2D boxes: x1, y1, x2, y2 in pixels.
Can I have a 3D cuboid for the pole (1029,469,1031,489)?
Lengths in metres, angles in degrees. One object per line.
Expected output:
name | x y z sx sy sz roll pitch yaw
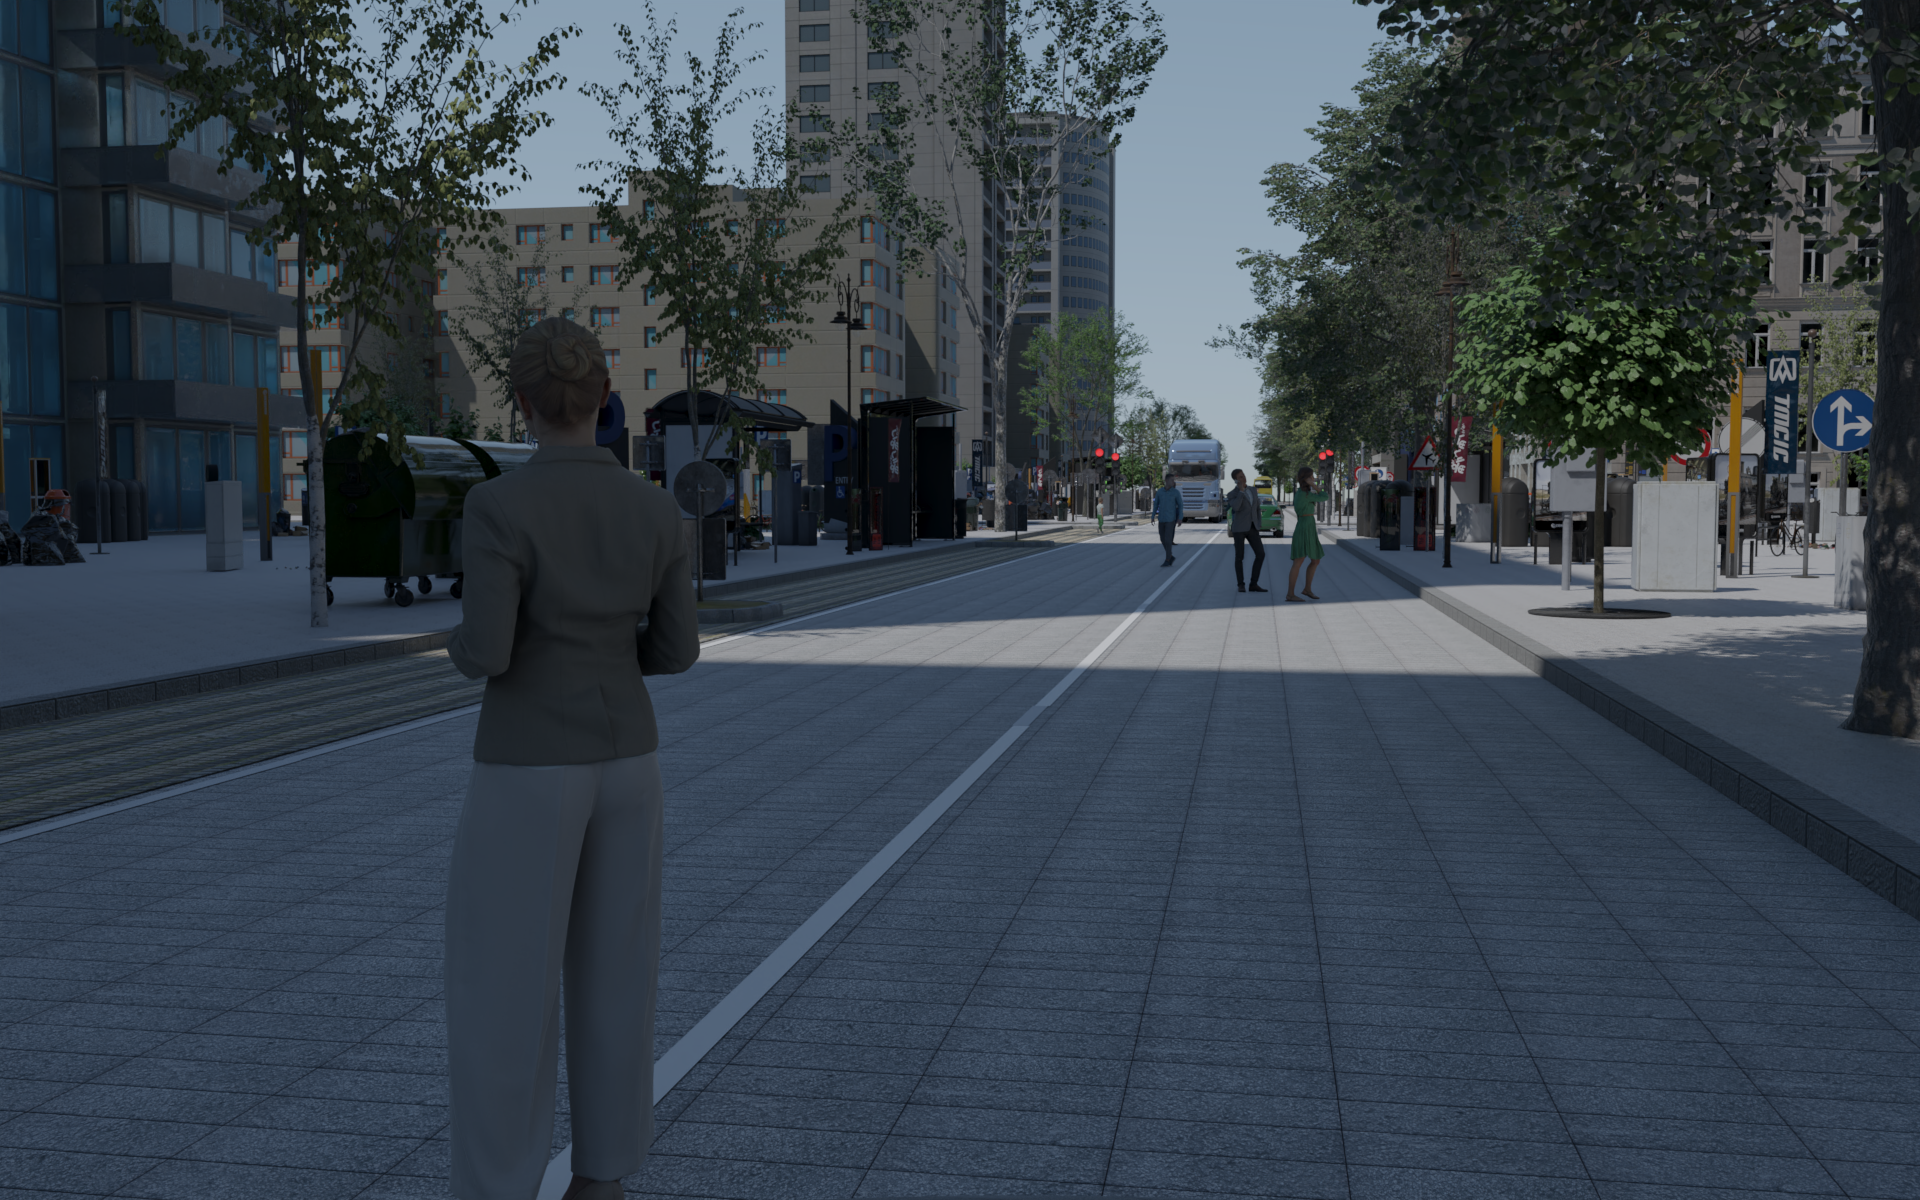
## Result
pole | 5.600 -8.848 138.515 0.158 3.312 0.155 0 3 0

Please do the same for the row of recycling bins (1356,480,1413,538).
row of recycling bins | 12.512 -2.691 51.106 1.069 1.692 3.534 0 4 -3

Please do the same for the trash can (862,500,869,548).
trash can | -2.197 -1.802 41.116 0.748 1.137 0.748 0 3 0

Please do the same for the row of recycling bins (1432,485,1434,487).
row of recycling bins | 17.586 -3.660 66.961 3.534 1.692 1.069 0 4 1

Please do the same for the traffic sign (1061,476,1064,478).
traffic sign | 6.794 -7.196 117.764 0.768 2.556 0.104 1 4 11

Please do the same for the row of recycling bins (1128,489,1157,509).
row of recycling bins | 15.306 -8.454 145.338 1.069 1.692 3.534 3 5 43

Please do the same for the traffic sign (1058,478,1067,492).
traffic sign | 6.405 -6.545 109.145 0.606 2.300 0.079 1 4 12

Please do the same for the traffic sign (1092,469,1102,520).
traffic sign | 6.779 -5.327 87.200 0.768 2.556 0.104 1 4 12

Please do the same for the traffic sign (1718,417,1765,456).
traffic sign | 13.023 -1.760 28.885 0.768 2.556 0.104 1 4 16

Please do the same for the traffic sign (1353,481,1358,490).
traffic sign | 33.350 -8.958 146.561 0.768 2.556 0.104 1 4 18

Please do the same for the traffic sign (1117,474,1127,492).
traffic sign | 10.212 -6.714 109.877 0.768 2.556 0.104 1 4 18

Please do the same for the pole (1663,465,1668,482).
pole | 32.019 -5.189 78.684 0.158 3.312 0.155 0 3 0

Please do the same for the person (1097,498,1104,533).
person | 5.133 -3.103 63.476 0.306 1.304 0.590 2 4 31

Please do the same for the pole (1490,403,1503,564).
pole | 9.876 -2.324 31.838 0.158 3.312 0.155 0 3 0

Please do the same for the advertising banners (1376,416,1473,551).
advertising banners | 10.445 -2.618 38.986 2.074 3.025 0.090 1 4 15

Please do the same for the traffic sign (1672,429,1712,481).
traffic sign | 13.197 -1.915 31.424 0.768 2.556 0.104 1 4 11

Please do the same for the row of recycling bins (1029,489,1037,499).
row of recycling bins | 5.911 -7.866 135.716 3.534 1.692 1.069 -2 4 -27

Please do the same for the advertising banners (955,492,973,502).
advertising banners | -0.123 -6.934 109.552 2.074 3.025 0.090 2 4 30

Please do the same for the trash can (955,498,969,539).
trash can | -0.113 -2.327 49.692 0.748 1.137 0.748 0 3 0

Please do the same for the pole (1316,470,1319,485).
pole | 24.104 -7.512 116.670 0.158 3.312 0.155 0 3 0

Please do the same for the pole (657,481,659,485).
pole | -16.889 -6.282 96.558 0.158 3.312 0.155 0 3 0

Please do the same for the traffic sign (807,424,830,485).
traffic sign | -3.327 -3.433 50.000 2.265 3.308 0.079 1 4 13

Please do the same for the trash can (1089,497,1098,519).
trash can | 6.934 -4.791 89.994 0.748 1.137 0.748 0 3 0

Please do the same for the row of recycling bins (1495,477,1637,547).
row of recycling bins | 14.753 -2.139 42.090 3.534 1.692 1.069 0 4 1

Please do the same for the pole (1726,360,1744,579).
pole | 11.753 -1.983 26.270 0.158 3.312 0.155 0 3 0

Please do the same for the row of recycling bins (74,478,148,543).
row of recycling bins | -22.792 -2.418 46.653 1.069 1.692 3.534 0 4 -6

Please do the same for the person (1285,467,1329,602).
person | 4.593 -0.881 23.147 0.529 1.795 0.600 -1 4 -11

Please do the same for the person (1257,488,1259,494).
person | 19.762 -6.553 115.598 0.622 1.834 0.822 -3 4 -39

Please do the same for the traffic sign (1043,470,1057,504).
traffic sign | 4.684 -5.542 90.713 0.768 2.556 0.104 1 4 15

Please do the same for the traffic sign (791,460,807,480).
traffic sign | -4.769 -3.015 51.424 0.606 2.300 0.079 1 4 15

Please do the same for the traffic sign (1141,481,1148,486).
traffic sign | 15.630 -8.997 147.202 0.768 2.556 0.104 1 4 19

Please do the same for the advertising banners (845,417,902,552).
advertising banners | -1.930 -2.630 39.188 0.090 3.025 2.074 2 4 35

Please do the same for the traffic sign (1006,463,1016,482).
traffic sign | 1.887 -4.314 70.638 0.768 2.556 0.104 1 4 14

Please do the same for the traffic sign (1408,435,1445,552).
traffic sign | 10.372 -2.348 38.399 0.884 2.594 0.081 1 4 12

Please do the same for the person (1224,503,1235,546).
person | 7.771 -2.411 48.263 0.623 1.781 0.721 -2 4 -27

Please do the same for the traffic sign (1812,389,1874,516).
traffic sign | 10.748 -1.283 21.078 0.768 2.556 0.104 1 4 14

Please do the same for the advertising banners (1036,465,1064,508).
advertising banners | 5.478 -6.694 105.640 2.074 3.025 0.090 3 5 40

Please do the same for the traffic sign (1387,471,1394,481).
traffic sign | 23.981 -5.932 97.086 0.768 2.556 0.104 1 4 18

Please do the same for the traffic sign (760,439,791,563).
traffic sign | -3.435 -1.843 32.258 0.606 2.300 0.079 1 4 14

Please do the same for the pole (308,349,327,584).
pole | -9.119 -1.880 24.577 0.158 3.312 0.155 0 3 0

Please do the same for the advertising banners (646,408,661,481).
advertising banners | -6.791 -2.364 34.840 2.074 3.025 0.090 -2 4 -31

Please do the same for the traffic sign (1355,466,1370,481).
traffic sign | 17.877 -4.702 76.986 0.768 2.556 0.104 1 4 19

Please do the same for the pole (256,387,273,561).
pole | -13.337 -2.408 33.206 0.158 3.312 0.155 0 3 0

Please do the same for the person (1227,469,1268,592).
person | 4.202 -1.018 25.322 0.592 1.802 0.473 -1 4 -8

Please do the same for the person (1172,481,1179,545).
person | 5.900 -2.435 48.489 0.721 1.800 0.419 -2 4 -35

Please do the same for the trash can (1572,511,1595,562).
trash can | 11.684 -1.286 32.686 0.748 1.137 0.748 0 3 0

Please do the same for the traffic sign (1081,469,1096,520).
traffic sign | 6.368 -5.270 86.264 0.768 2.556 0.104 1 4 10

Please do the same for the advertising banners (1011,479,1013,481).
advertising banners | 3.341 -7.246 114.652 0.090 3.025 2.074 0 4 -5

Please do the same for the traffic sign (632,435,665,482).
traffic sign | -5.446 -1.723 30.302 0.606 2.300 0.079 1 4 14

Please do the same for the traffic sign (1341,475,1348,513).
traffic sign | 25.249 -6.958 113.866 0.768 2.556 0.104 1 4 18

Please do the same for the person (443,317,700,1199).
person | -0.767 0.352 3.299 0.519 1.759 0.362 -3 5 -41

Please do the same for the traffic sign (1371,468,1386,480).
traffic sign | 15.982 -3.918 66.187 0.606 2.300 0.079 1 4 16

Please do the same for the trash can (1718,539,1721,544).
trash can | 19.564 -1.985 44.110 0.748 1.137 0.748 0 3 0

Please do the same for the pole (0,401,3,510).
pole | -20.995 -2.693 37.866 0.158 3.312 0.155 0 3 0

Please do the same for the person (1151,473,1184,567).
person | 4.144 -1.578 34.165 0.638 1.841 0.748 3 5 39

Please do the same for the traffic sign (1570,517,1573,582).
traffic sign | 8.914 -1.541 25.298 0.768 2.556 0.104 1 4 14

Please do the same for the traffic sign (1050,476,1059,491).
traffic sign | 5.794 -6.623 108.390 0.768 2.556 0.104 1 4 19

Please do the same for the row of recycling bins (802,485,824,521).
row of recycling bins | -7.656 -4.635 82.890 3.534 1.692 1.069 3 5 44
